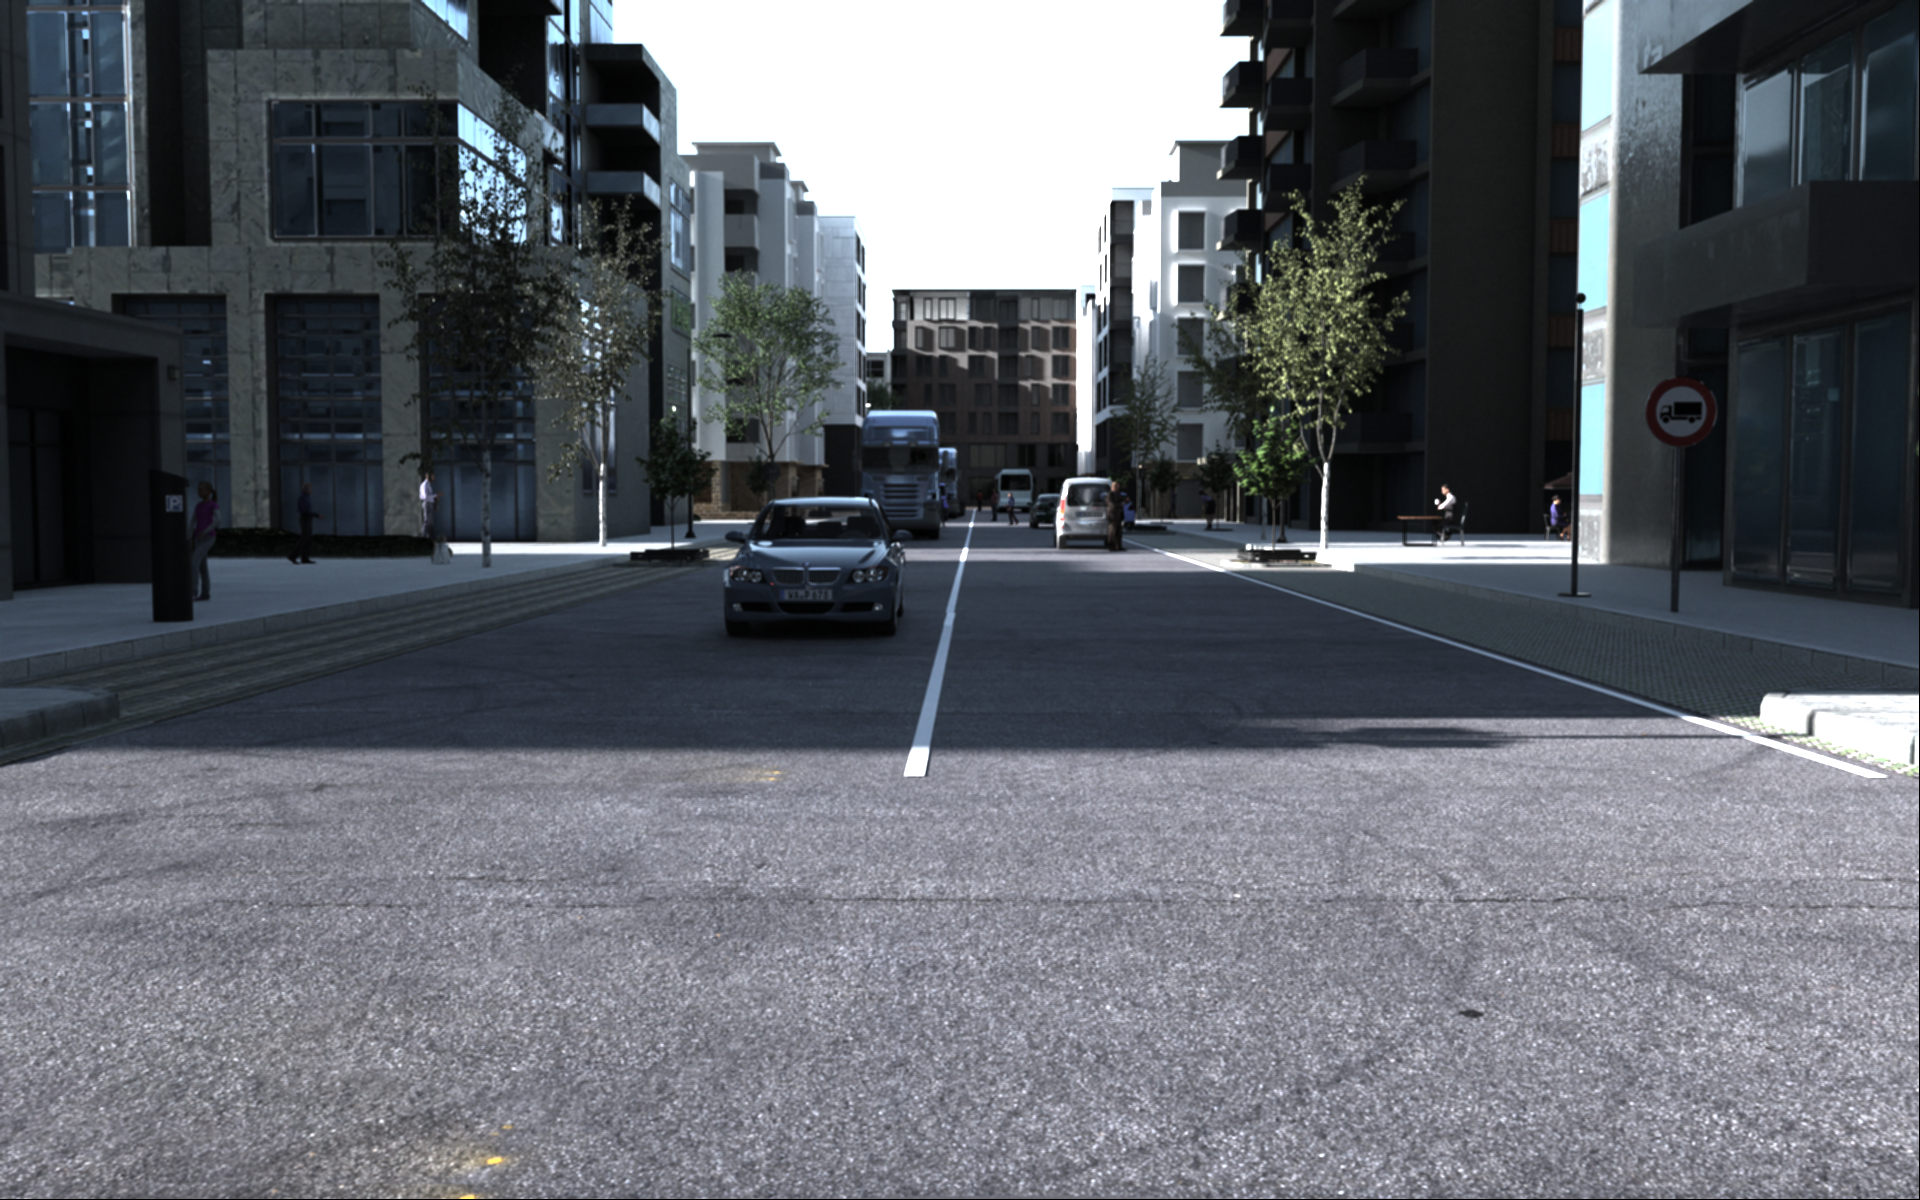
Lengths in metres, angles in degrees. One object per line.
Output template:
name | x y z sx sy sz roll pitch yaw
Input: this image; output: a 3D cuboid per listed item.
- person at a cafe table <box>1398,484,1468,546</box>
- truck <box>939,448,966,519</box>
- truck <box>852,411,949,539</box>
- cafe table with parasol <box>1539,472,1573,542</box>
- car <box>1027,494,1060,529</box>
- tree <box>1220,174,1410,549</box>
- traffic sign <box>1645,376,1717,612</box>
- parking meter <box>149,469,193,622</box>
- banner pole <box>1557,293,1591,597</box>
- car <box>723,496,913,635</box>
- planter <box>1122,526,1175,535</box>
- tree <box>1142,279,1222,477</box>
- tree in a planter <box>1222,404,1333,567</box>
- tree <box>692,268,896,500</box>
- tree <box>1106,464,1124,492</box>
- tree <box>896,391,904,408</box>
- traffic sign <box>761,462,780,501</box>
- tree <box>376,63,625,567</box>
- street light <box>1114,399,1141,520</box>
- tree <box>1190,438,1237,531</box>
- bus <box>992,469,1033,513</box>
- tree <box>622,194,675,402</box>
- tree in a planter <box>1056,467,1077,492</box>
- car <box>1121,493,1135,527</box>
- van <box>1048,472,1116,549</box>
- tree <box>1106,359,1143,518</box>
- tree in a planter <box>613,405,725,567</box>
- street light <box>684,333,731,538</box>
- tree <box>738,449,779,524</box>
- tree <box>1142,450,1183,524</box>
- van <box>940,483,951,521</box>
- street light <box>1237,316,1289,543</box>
person at a cafe table | 11.729 -2.106 42.950 1.622 1.524 1.698 1 4 11
truck | -1.153 -7.175 107.076 2.967 4.110 18.799 0 4 2
truck | -2.026 -4.398 61.672 2.967 4.110 18.799 0 4 -1
cafe table with parasol | 16.749 -2.559 46.705 2.610 1.966 2.610 -2 4 -26
car | 3.909 -3.760 73.281 2.131 1.459 4.920 0 3 0
tree | 8.582 -5.526 40.707 4.737 8.622 4.395 0 3 0
traffic sign | 7.780 -1.142 18.781 0.768 2.556 0.104 0 4 1
parking meter | -7.962 -0.555 17.481 0.372 1.533 0.369 0 3 0
banner pole | 7.811 -1.949 21.876 0.401 3.779 0.863 1 4 23
car | -1.518 -0.435 19.108 2.014 1.417 4.499 0 4 0
planter | 6.564 -2.475 61.602 1.991 0.319 1.994 0 4 1
tree | 8.355 -6.012 48.665 4.737 8.622 4.395 0 3 0
tree in a planter | 6.281 -2.284 34.571 1.991 3.239 1.994 0 4 1
tree | -8.822 -9.460 80.420 9.928 11.665 9.643 0 3 0
tree | 9.670 -7.070 110.199 1.663 3.219 1.824 0 3 0
tree | -8.044 -13.594 148.024 9.928 11.665 9.643 0 3 0
traffic sign | -7.418 -4.141 67.816 0.768 2.556 0.104 0 4 7
tree | -8.323 -4.892 30.343 4.360 8.622 3.978 0 3 0
street light | 8.210 -6.874 84.927 1.470 5.913 1.316 0 4 1
tree | 8.897 -4.035 60.575 1.663 3.219 1.824 0 3 0
bus | 4.105 -8.629 135.942 2.948 3.499 13.247 0 4 0
tree | -8.953 -5.619 42.229 4.360 8.622 3.978 0 3 0
tree in a planter | 7.107 -7.007 111.789 1.991 3.239 1.994 0 4 1
car | 6.493 -3.945 74.098 1.945 1.707 3.694 0 4 -1
van | 3.376 -2.408 46.380 2.013 2.044 4.112 0 4 1
tree | 9.420 -8.523 89.716 4.737 8.622 4.395 0 3 0
tree in a planter | -5.774 -2.292 34.691 1.991 3.239 1.994 0 4 1
street light | -7.308 -4.752 50.228 1.470 5.913 1.316 0 4 1
tree | -8.653 -4.914 74.938 1.663 3.219 1.824 0 3 0
tree | 8.945 -4.951 75.544 1.663 3.219 1.824 0 3 0
van | -1.633 -5.444 93.387 2.240 2.365 5.245 0 4 -1
street light | 7.922 -4.451 45.317 1.470 5.913 1.316 0 4 1
